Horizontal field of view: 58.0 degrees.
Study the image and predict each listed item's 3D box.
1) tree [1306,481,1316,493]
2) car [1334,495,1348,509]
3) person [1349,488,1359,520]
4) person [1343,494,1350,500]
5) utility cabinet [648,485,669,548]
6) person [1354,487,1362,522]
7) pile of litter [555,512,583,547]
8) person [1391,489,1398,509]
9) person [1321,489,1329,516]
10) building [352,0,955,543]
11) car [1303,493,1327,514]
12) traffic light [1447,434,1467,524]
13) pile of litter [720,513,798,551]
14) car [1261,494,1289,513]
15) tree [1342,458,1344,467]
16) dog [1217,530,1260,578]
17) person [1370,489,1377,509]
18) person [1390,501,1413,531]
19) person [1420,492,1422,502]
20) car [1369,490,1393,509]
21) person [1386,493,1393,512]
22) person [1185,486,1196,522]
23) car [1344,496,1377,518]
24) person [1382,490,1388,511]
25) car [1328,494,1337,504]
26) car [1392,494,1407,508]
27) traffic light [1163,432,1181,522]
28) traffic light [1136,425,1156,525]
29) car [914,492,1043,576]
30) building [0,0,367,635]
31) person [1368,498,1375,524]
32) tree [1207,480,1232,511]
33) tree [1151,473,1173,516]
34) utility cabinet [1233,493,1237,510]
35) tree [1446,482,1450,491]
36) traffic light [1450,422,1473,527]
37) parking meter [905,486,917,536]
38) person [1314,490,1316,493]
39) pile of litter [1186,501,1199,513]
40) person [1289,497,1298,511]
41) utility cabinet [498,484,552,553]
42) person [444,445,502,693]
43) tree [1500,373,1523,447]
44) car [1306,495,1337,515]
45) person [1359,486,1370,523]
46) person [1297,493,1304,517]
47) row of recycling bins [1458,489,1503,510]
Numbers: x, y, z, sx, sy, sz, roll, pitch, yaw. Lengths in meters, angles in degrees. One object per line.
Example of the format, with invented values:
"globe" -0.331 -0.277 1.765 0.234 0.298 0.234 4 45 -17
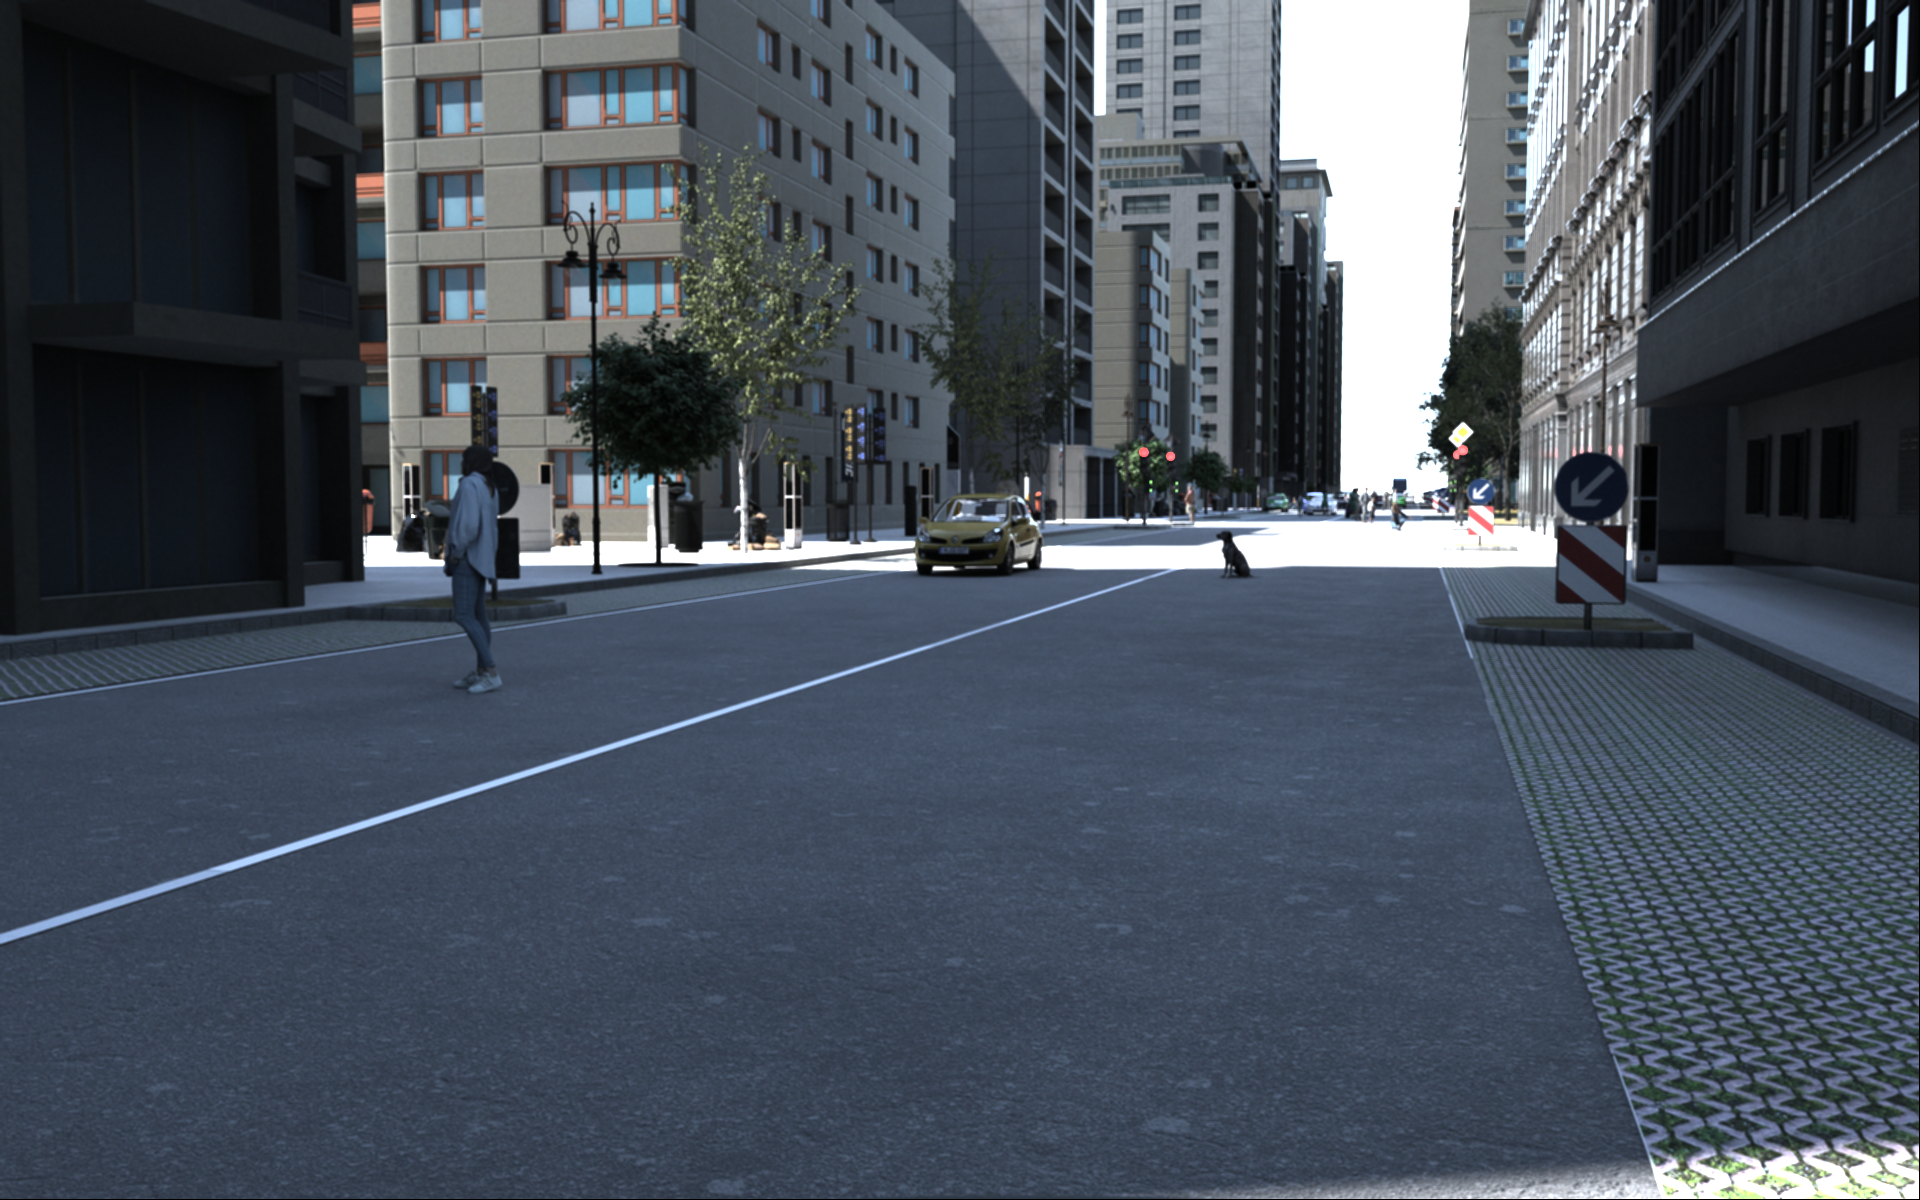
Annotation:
"tree" 45.939 -14.188 226.566 1.663 3.219 1.824 0 3 0
"car" 36.660 -9.505 167.980 1.945 1.354 3.894 1 4 16
"person" 22.100 -5.406 97.141 0.600 1.795 0.529 1 4 10
"person" 34.338 -8.671 153.455 0.628 1.438 0.799 2 4 26
"utility cabinet" -7.210 -1.996 41.314 0.318 1.500 1.173 -1 4 -20
"person" 20.769 -4.970 90.034 0.573 1.790 0.520 0 4 -4
"pile of litter" -9.881 -1.768 42.866 1.176 0.858 1.719 0 4 1
"person" 36.420 -8.361 145.084 0.818 1.842 0.514 0 4 -2
"person" 24.147 -6.467 114.485 0.529 1.795 0.600 2 4 25
"building" -17.690 -13.264 61.904 28.899 21.520 27.650 1 4 15
"car" 25.945 -7.152 126.529 1.945 1.707 3.694 1 4 13
"traffic light" 21.596 -5.282 75.287 0.839 4.253 0.868 1 4 15
"pile of litter" -4.557 -1.557 39.425 1.719 0.858 1.176 0 4 6
"car" 24.502 -7.698 134.666 1.959 1.807 4.718 1 4 16
"tree" 65.577 -21.724 305.542 4.360 8.622 3.978 0 3 0
"dog" 4.831 -0.786 29.688 0.800 0.831 0.513 1 4 18
"person" 30.981 -7.451 130.123 0.655 1.846 0.447 -2 4 -34
"person" 17.118 -3.268 67.435 1.012 1.151 0.738 -1 4 -14
"person" 75.687 -16.814 284.084 0.721 1.739 1.217 -1 4 -9
"car" 40.734 -9.720 167.599 2.281 1.827 5.304 1 4 15
"person" 35.304 -8.023 142.270 0.503 1.515 0.523 -3 5 -39
"person" 10.798 -4.444 81.139 0.573 1.828 0.580 -1 4 -10
"car" 24.149 -5.623 104.521 1.945 1.354 3.894 1 4 13
"person" 35.431 -8.292 144.262 0.526 1.800 0.537 1 4 10
"car" 33.128 -8.840 156.534 2.014 1.417 4.499 1 4 16
"car" 44.033 -10.132 174.452 1.959 1.807 4.718 1 4 15
"traffic light" 9.585 -5.473 78.408 0.839 4.253 0.868 1 4 15
"traffic light" 7.560 -5.001 70.682 0.839 4.253 0.868 1 4 15
"car" 0.369 -1.321 31.824 2.015 1.641 3.980 1 4 14
"building" -18.902 -21.909 12.835 22.147 44.769 28.867 1 4 15
"person" 19.783 -4.291 83.337 0.352 1.250 0.332 2 4 27
"tree" 19.625 -8.535 134.147 1.663 3.219 1.824 0 3 0
"tree" 11.463 -6.448 100.028 1.663 3.219 1.824 0 3 0
"utility cabinet" 22.226 -8.031 139.989 0.318 1.500 1.173 1 4 9
"tree" 64.765 -14.296 228.347 1.663 3.219 1.824 0 3 0
"traffic light" 19.571 -4.810 67.562 0.839 4.253 0.868 1 4 15
"parking meter" -1.497 -2.719 52.867 0.372 1.533 0.369 0 3 0
"person" 29.589 -8.318 144.692 0.606 1.804 0.583 -1 4 -20
"pile of litter" 15.723 -6.464 119.652 1.176 0.858 1.719 -3 4 -38
"person" 28.401 -8.137 147.031 0.738 1.151 1.012 -2 4 -30
"utility cabinet" -9.459 -1.761 37.464 1.173 1.500 0.318 -3 4 -37
"person" -3.557 -0.243 12.744 0.793 1.790 0.793 -2 4 -33
"tree" 30.991 -8.708 92.744 4.360 8.622 3.978 0 3 0
"car" 24.799 -6.499 118.612 2.083 1.381 4.827 1 4 15
"person" 19.975 -4.698 85.407 0.391 1.810 0.635 3 5 44
"person" 20.879 -5.828 106.387 0.523 1.515 0.503 1 4 10
"row of recycling bins" 41.067 -7.926 136.695 3.534 1.692 1.069 2 4 26
